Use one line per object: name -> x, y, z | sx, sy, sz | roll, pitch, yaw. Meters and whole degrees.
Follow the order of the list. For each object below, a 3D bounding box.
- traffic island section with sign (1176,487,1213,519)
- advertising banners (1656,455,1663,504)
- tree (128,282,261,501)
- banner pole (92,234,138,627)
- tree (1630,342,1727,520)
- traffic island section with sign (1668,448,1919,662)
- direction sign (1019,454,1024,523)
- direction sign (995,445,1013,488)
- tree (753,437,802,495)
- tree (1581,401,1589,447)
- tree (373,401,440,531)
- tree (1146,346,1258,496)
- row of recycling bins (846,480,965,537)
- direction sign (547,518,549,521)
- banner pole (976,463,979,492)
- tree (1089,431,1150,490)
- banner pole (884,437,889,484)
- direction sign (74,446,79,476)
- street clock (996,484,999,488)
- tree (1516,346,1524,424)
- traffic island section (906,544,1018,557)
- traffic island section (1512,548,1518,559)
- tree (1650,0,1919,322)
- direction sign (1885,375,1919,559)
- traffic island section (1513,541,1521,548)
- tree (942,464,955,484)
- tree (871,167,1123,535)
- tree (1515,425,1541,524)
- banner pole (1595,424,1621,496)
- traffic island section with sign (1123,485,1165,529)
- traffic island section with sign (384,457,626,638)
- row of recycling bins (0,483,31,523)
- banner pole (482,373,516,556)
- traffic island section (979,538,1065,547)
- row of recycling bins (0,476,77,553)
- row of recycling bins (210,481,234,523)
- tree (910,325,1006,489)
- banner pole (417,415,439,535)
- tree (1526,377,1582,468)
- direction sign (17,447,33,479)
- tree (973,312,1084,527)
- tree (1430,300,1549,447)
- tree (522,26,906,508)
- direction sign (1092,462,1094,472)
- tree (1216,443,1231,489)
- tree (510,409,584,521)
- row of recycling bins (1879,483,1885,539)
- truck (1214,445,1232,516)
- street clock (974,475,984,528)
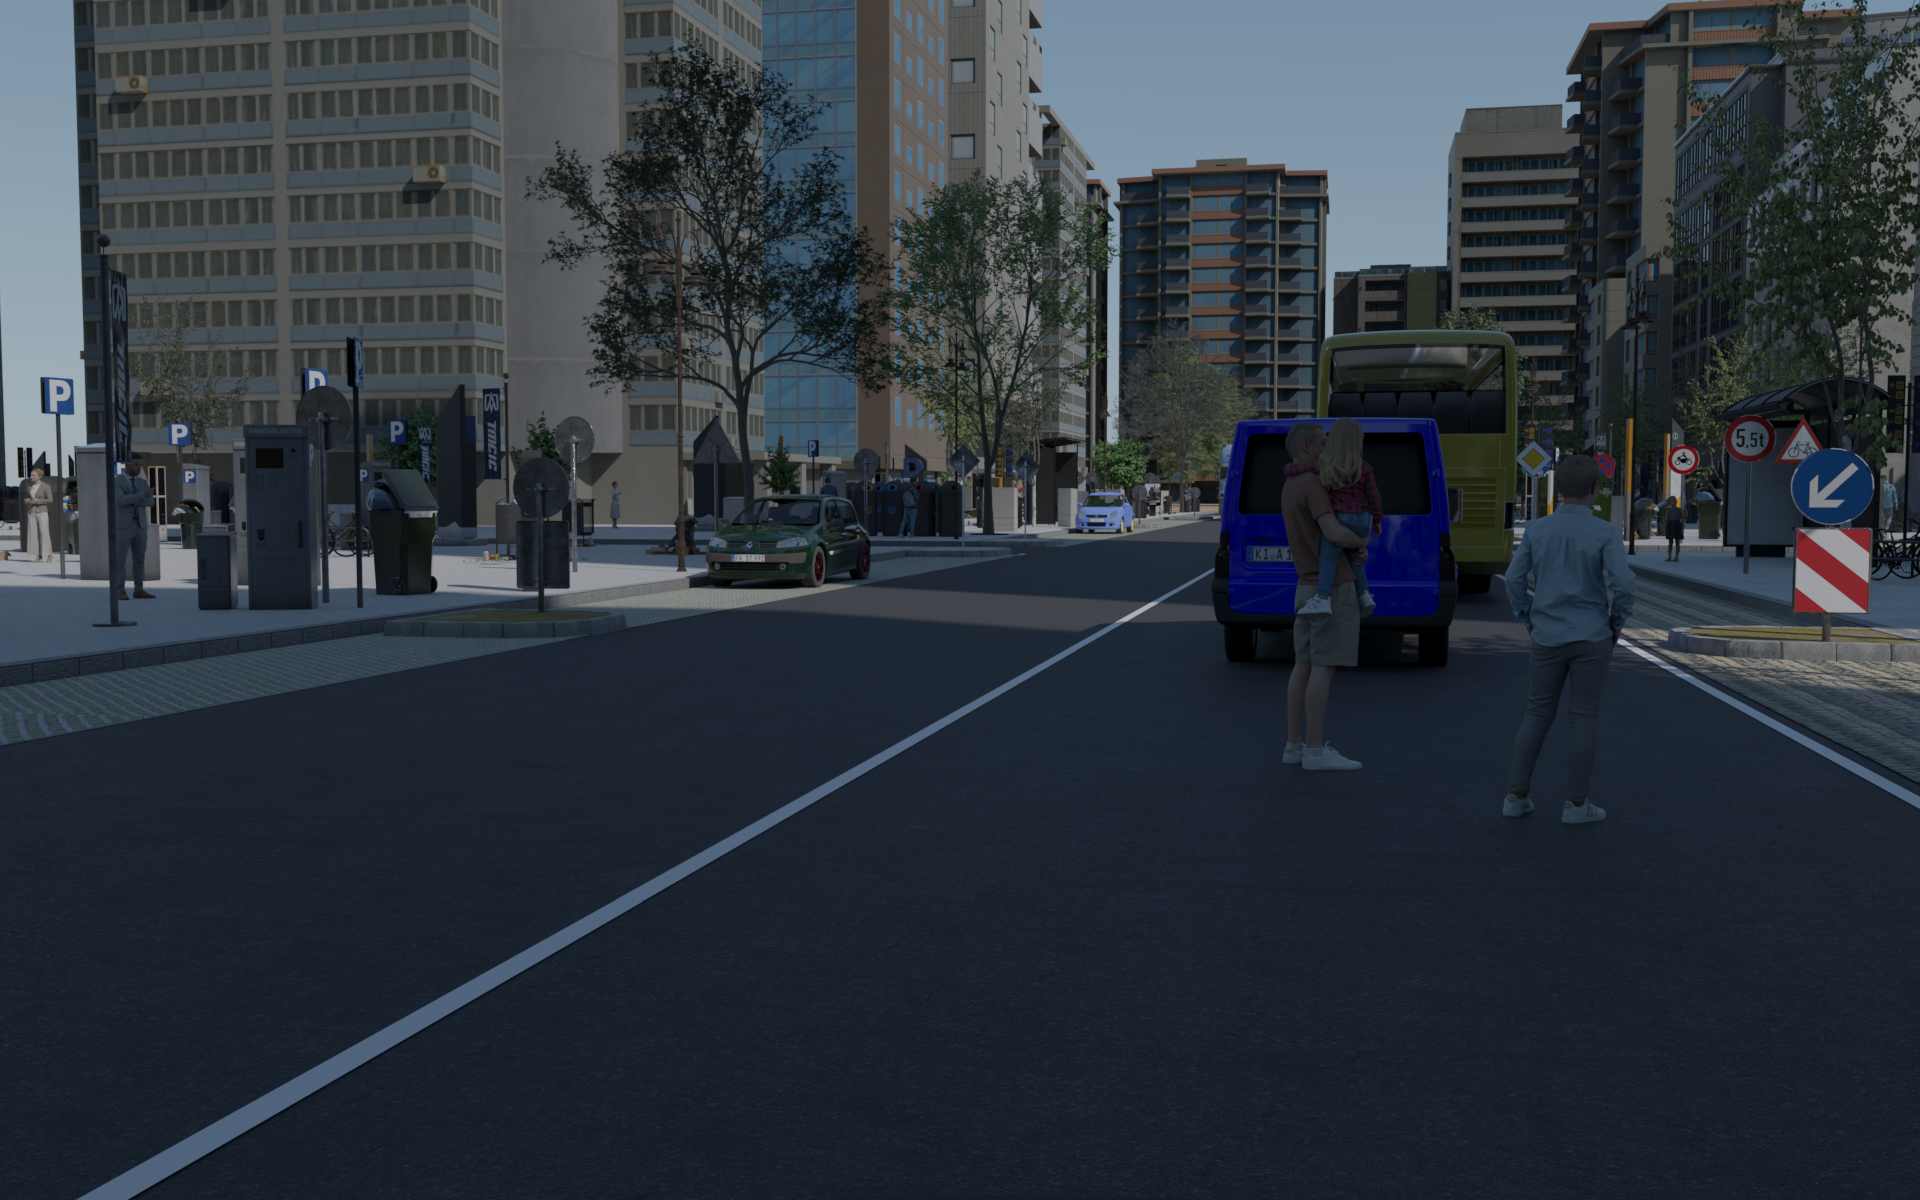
traffic island section with sign -> 13.416, -5.513, 98.758 | 1.989, 1.847, 2.006 | 1, 4, 13
advertising banners -> 31.253, -4.963, 77.340 | 0.090, 3.025, 2.074 | 1, 4, 14
tree -> -27.209, -6.762, 60.920 | 4.360, 8.622, 3.978 | 0, 3, 0
banner pole -> -8.273, -1.651, 17.007 | 0.401, 3.779, 0.863 | 0, 4, -7
tree -> 34.846, -8.149, 83.602 | 4.360, 8.622, 3.978 | 0, 3, 0
traffic island section with sign -> 7.582, -0.434, 15.723 | 1.989, 1.847, 2.006 | 1, 4, 13
direction sign -> 2.655, -5.203, 77.069 | 0.379, 3.537, 0.876 | 0, 4, 2
direction sign -> 2.020, -5.361, 79.655 | 0.876, 3.537, 0.379 | 2, 4, 24
tree -> -6.190, -3.903, 58.417 | 1.663, 3.219, 1.824 | 0, 3, 0
tree -> 38.054, -9.006, 97.609 | 4.737, 8.622, 4.395 | 0, 3, 0
tree -> -18.931, -4.735, 61.137 | 4.285, 4.588, 4.351 | 0, 3, 0
tree -> 17.456, -13.085, 132.071 | 7.486, 12.596, 7.792 | 0, 3, 0
row of recycling bins -> -1.581, -2.773, 52.458 | 3.534, 1.692, 1.069 | 1, 4, 12
direction sign -> -14.796, -4.289, 62.123 | 0.379, 3.537, 0.876 | -1, 4, -19
banner pole -> 1.260, -8.280, 125.387 | 0.401, 3.779, 0.863 | -1, 4, -10
tree -> 8.316, -6.507, 90.096 | 4.285, 4.588, 4.351 | 0, 3, 0
banner pole -> -3.213, -5.273, 76.227 | 0.401, 3.779, 0.863 | -1, 4, -14
direction sign -> -41.174, -5.478, 81.558 | 0.876, 3.537, 0.379 | -2, 4, -35
street clock -> 2.745, -7.223, 122.666 | 0.358, 2.002, 0.471 | -1, 4, -23
tree -> 24.091, -7.933, 80.073 | 4.360, 8.622, 3.978 | 0, 3, 0
traffic island section -> 0.041, -1.111, 40.443 | 2.009, 0.180, 2.903 | 1, 4, 13
traffic island section -> 12.476, -0.941, 37.670 | 2.009, 0.180, 2.903 | 1, 4, 13
tree -> 11.654, -4.443, 23.005 | 4.737, 8.622, 4.395 | 0, 3, 0
direction sign -> 18.084, -2.512, 33.068 | 0.876, 3.537, 0.379 | 0, 4, -4
traffic island section -> 14.217, -1.418, 45.464 | 2.009, 0.180, 2.903 | 1, 4, 13
tree -> -1.679, -8.414, 121.285 | 4.285, 4.588, 4.351 | 0, 3, 0
tree -> 1.009, -7.849, 54.089 | 9.928, 11.665, 9.643 | 0, 3, 0
tree -> 23.651, -5.557, 74.572 | 4.285, 4.588, 4.351 | 0, 3, 0
banner pole -> 22.999, -4.393, 61.845 | 0.401, 3.779, 0.863 | -2, 4, -31
traffic island section with sign -> 7.510, -3.895, 72.319 | 1.989, 1.847, 2.006 | 1, 4, 13
traffic island section with sign -> -4.608, -0.578, 18.074 | 1.989, 1.847, 2.006 | 1, 4, 13
row of recycling bins -> -47.378, -4.816, 85.852 | 1.069, 1.692, 3.534 | -1, 4, -9
banner pole -> -9.588, -2.811, 35.981 | 0.863, 3.779, 0.401 | 2, 4, 26
traffic island section -> 1.782, -1.588, 48.236 | 2.009, 0.180, 2.903 | 1, 4, 13
row of recycling bins -> -20.418, -1.987, 39.603 | 1.069, 1.692, 3.534 | 0, 4, -3
row of recycling bins -> -22.878, -2.910, 54.688 | 3.534, 1.692, 1.069 | 1, 4, 18
tree -> -0.211, -7.609, 74.762 | 4.737, 8.622, 4.395 | 0, 3, 0
banner pole -> -16.747, -3.961, 54.783 | 0.863, 3.779, 0.401 | -3, 4, -38
tree -> 37.455, -9.722, 109.321 | 4.737, 8.622, 4.395 | 0, 3, 0
direction sign -> -45.242, -5.620, 83.883 | 0.379, 3.537, 0.876 | 1, 4, 17
tree -> 2.658, -7.171, 67.608 | 4.360, 8.622, 3.978 | 0, 3, 0
tree -> 30.216, -11.371, 102.927 | 9.611, 12.733, 9.660 | 0, 3, 0
tree -> -4.533, -6.161, 35.138 | 7.601, 10.594, 8.767 | 1, 4, 15
direction sign -> 8.394, -7.183, 109.432 | 0.379, 3.537, 0.876 | 0, 4, -1
tree -> 28.536, -14.173, 182.098 | 4.360, 8.622, 3.978 | 0, 3, 0
tree -> -9.390, -2.747, 39.509 | 1.663, 3.219, 1.824 | 0, 3, 0
row of recycling bins -> 23.305, -2.431, 46.860 | 3.534, 1.692, 1.069 | 0, 4, -7
truck -> 16.803, -6.717, 99.585 | 2.967, 4.110, 18.799 | 1, 4, 13
street clock -> 0.776, -3.718, 65.366 | 0.358, 2.002, 0.471 | 3, 5, 40
